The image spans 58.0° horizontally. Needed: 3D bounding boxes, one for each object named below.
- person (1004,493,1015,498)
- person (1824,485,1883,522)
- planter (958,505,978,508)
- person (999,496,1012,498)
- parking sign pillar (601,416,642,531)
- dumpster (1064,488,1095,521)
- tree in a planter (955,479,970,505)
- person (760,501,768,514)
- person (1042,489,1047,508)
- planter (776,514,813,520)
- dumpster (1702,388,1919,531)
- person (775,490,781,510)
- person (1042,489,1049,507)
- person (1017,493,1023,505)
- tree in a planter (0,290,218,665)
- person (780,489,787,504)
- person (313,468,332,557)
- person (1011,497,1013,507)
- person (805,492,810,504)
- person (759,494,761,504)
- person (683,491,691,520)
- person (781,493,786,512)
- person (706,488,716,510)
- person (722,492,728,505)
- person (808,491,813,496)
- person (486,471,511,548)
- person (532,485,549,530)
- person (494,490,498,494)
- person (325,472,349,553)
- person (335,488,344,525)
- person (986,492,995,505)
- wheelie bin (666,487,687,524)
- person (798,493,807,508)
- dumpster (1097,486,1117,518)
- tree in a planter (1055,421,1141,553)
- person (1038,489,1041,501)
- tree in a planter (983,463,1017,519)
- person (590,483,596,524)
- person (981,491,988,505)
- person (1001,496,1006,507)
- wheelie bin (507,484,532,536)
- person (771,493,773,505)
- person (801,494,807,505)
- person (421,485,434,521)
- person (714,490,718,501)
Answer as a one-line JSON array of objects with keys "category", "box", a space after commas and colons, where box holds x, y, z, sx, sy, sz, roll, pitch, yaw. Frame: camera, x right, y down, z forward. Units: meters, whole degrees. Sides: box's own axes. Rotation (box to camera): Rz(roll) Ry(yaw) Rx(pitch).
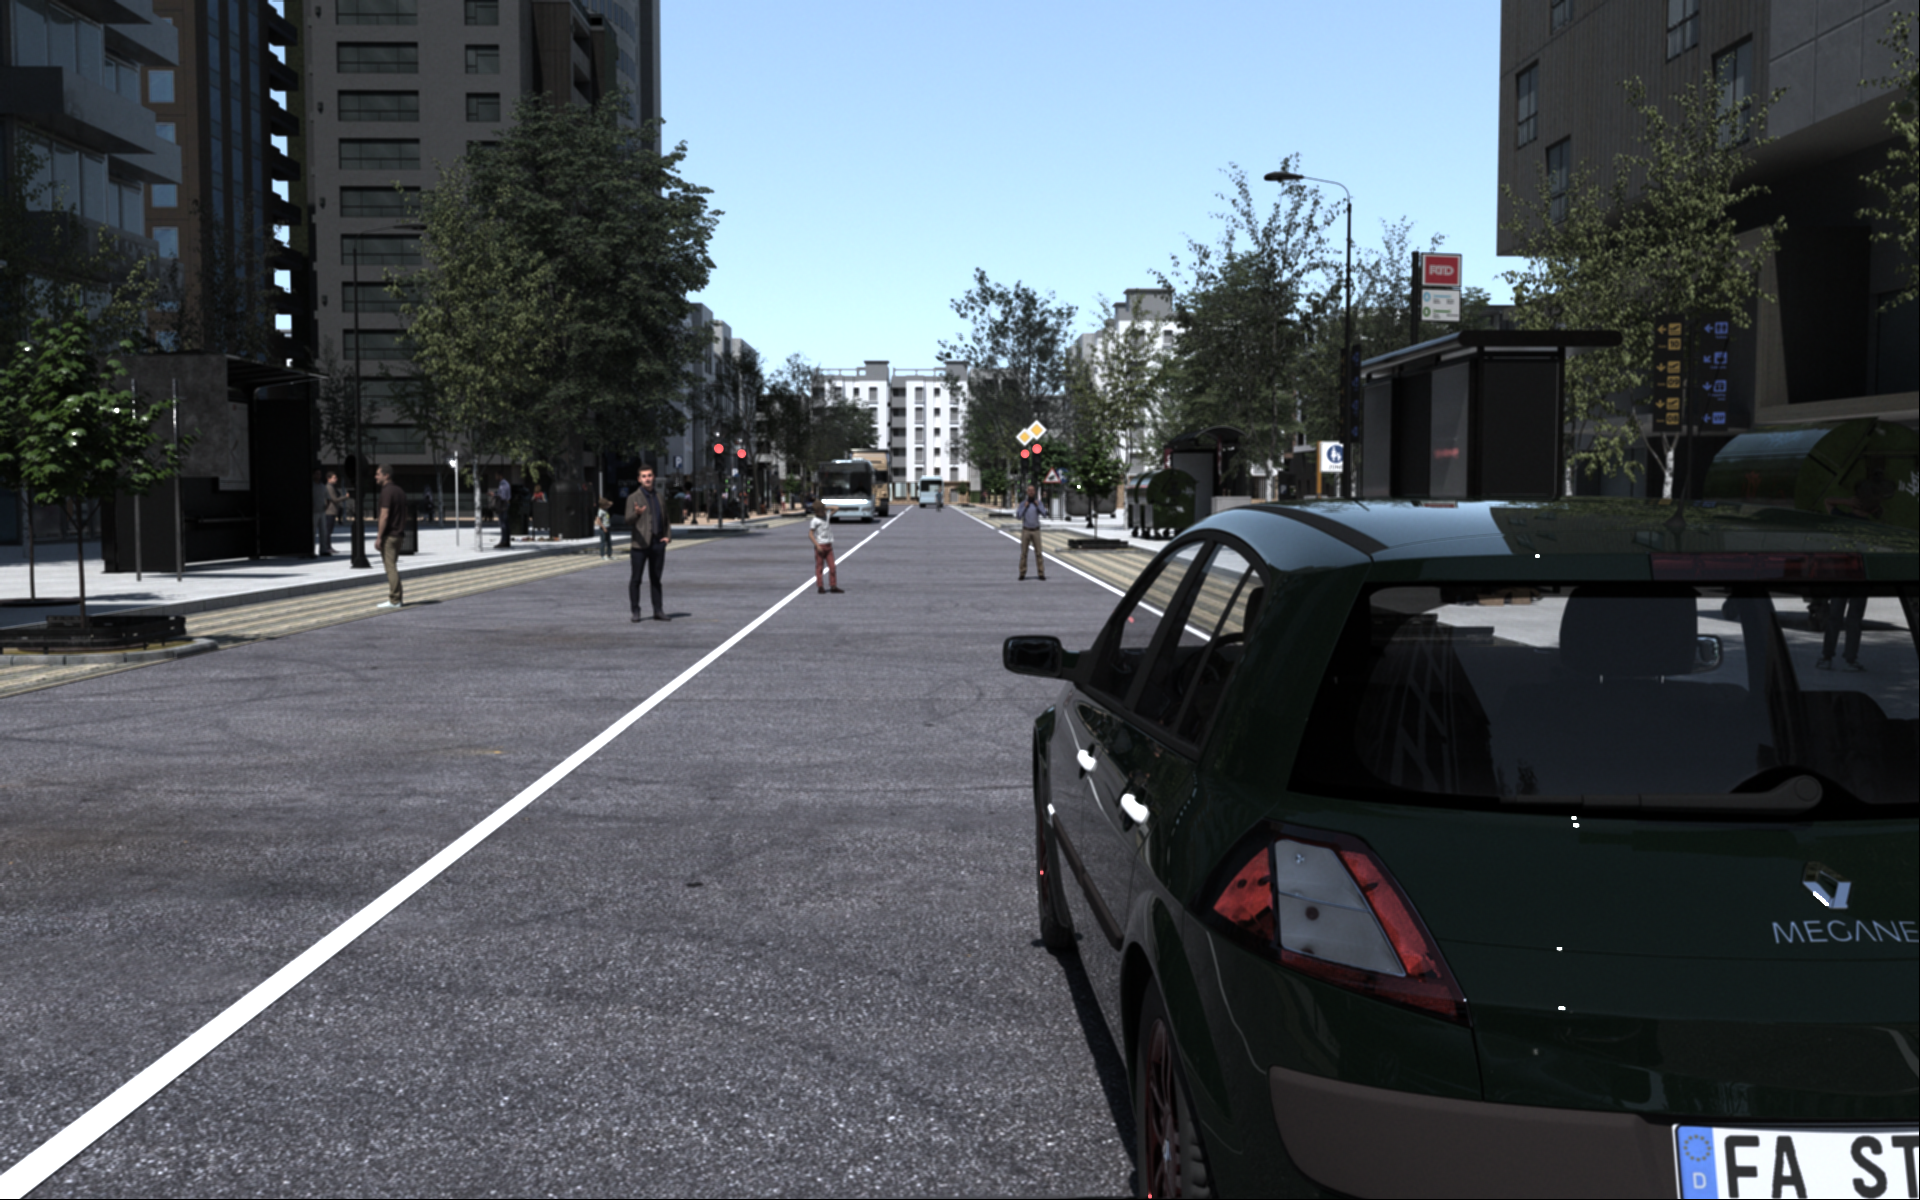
[{"category": "person", "box": [4.493, -9.325, 158.511, 1.348, 1.822, 0.705, 3, 5, 42]}, {"category": "person", "box": [6.443, -0.160, 12.563, 0.435, 1.345, 0.340, 2, 4, 35]}, {"category": "planter", "box": [0.834, -9.427, 175.268, 1.991, 0.319, 1.994, 0, 4, -1]}, {"category": "person", "box": [4.532, -10.118, 171.473, 1.348, 1.824, 0.705, 1, 4, 18]}, {"category": "parking sign pillar", "box": [-11.747, -4.383, 60.134, 1.447, 3.967, 1.447, -2, 4, -27]}, {"category": "dumpster", "box": [5.600, -4.642, 81.653, 1.264, 1.857, 1.865, 0, 4, -1]}, {"category": "tree in a planter", "box": [0.324, -12.571, 202.757, 1.991, 3.239, 1.994, 0, 4, -1]}, {"category": "person", "box": [-12.496, -5.846, 109.909, 0.859, 0.850, 0.655, 1, 4, 10]}, {"category": "person", "box": [7.735, -9.368, 159.916, 0.721, 1.736, 1.217, 2, 4, 34]}, {"category": "planter", "box": [-9.338, -4.695, 97.898, 1.991, 0.319, 1.994, 0, 4, -1]}, {"category": "dumpster", "box": [8.357, -0.874, 16.787, 1.502, 2.255, 1.985, 0, 4, -1]}, {"category": "person", "box": [-14.350, -7.907, 136.028, 0.576, 1.737, 0.504, 2, 4, 26]}, {"category": "person", "box": [8.419, -9.782, 166.119, 1.348, 1.807, 0.705, -3, 5, -42]}, {"category": "person", "box": [7.192, -12.307, 207.240, 0.705, 1.826, 1.348, -3, 4, -38]}, {"category": "tree in a planter", "box": [-7.784, -1.104, 15.278, 1.991, 3.239, 1.994, 0, 4, -1]}, {"category": "person", "box": [-18.007, -10.316, 174.669, 1.348, 1.831, 0.705, -2, 4, -26]}, {"category": "person", "box": [-13.041, -1.772, 35.157, 0.789, 1.805, 0.875, 2, 4, 34]}, {"category": "person", "box": [5.007, -10.344, 175.970, 0.742, 1.727, 0.445, -3, 4, -38]}, {"category": "person", "box": [-19.917, -13.208, 221.950, 1.348, 1.831, 0.705, -2, 4, -30]}, {"category": "person", "box": [-13.082, -6.272, 112.496, 0.435, 1.345, 0.340, 3, 4, 38]}, {"category": "person", "box": [-13.647, -4.717, 86.394, 0.421, 1.427, 0.697, 1, 4, 18]}, {"category": "person", "box": [-12.638, -6.977, 124.028, 0.435, 1.345, 0.340, 0, 4, 5]}, {"category": "person", "box": [-17.403, -6.984, 121.036, 0.742, 1.727, 0.445, -1, 4, -17]}, {"category": "person", "box": [-13.602, -5.679, 99.834, 0.436, 1.711, 0.756, 1, 4, 22]}, {"category": "person", "box": [-18.768, -12.893, 217.649, 0.742, 1.727, 0.445, 1, 4, 14]}, {"category": "person", "box": [-11.055, -2.171, 41.401, 0.599, 1.838, 0.709, 0, 4, -4]}, {"category": "person", "box": [-14.759, -3.256, 60.985, 0.593, 1.614, 0.444, 3, 5, 40]}, {"category": "person", "box": [-19.556, -4.118, 74.103, 0.841, 1.734, 0.376, 0, 4, 5]}, {"category": "person", "box": [-13.457, -1.893, 37.519, 0.750, 1.759, 0.617, -1, 4, -12]}, {"category": "person", "box": [-26.182, -4.036, 72.485, 0.683, 1.767, 0.568, -2, 4, -30]}, {"category": "person", "box": [3.530, -12.433, 208.956, 1.348, 1.869, 0.705, -1, 4, -12]}, {"category": "wheelie bin", "box": [-12.178, -4.053, 74.178, 0.980, 1.594, 0.693, 1, 4, 10]}, {"category": "person", "box": [-14.509, -9.332, 159.344, 0.721, 1.736, 1.217, 2, 4, 34]}, {"category": "dumpster", "box": [7.707, -5.295, 92.324, 1.264, 1.857, 1.865, 0, 4, -1]}, {"category": "tree in a planter", "box": [3.340, -2.766, 42.444, 1.991, 3.239, 1.994, 0, 4, -1]}, {"category": "person", "box": [6.234, -7.916, 136.133, 0.551, 1.740, 0.621, 3, 4, 38]}, {"category": "tree in a planter", "box": [2.287, -6.166, 98.036, 1.991, 3.239, 1.994, 0, 4, -1]}, {"category": "person", "box": [-15.669, -4.071, 73.158, 0.434, 1.755, 0.990, -3, 4, -38]}, {"category": "person", "box": [3.046, -12.295, 207.789, 1.217, 1.743, 0.721, -1, 4, -19]}, {"category": "person", "box": [4.561, -10.016, 169.934, 1.348, 1.807, 0.705, -3, 5, -39]}, {"category": "wheelie bin", "box": [-13.701, -2.802, 53.713, 0.693, 1.594, 0.980, 1, 4, 21]}, {"category": "person", "box": [-22.663, -12.250, 206.857, 0.617, 1.759, 0.750, 0, 4, 3]}, {"category": "person", "box": [-17.977, -11.805, 199.576, 0.617, 1.759, 0.750, 2, 4, 34]}, {"category": "person", "box": [-25.622, -4.685, 83.307, 0.621, 1.740, 0.551, -1, 4, -10]}, {"category": "person", "box": [-22.607, -9.356, 160.481, 0.415, 1.643, 0.593, -2, 4, -27]}]
